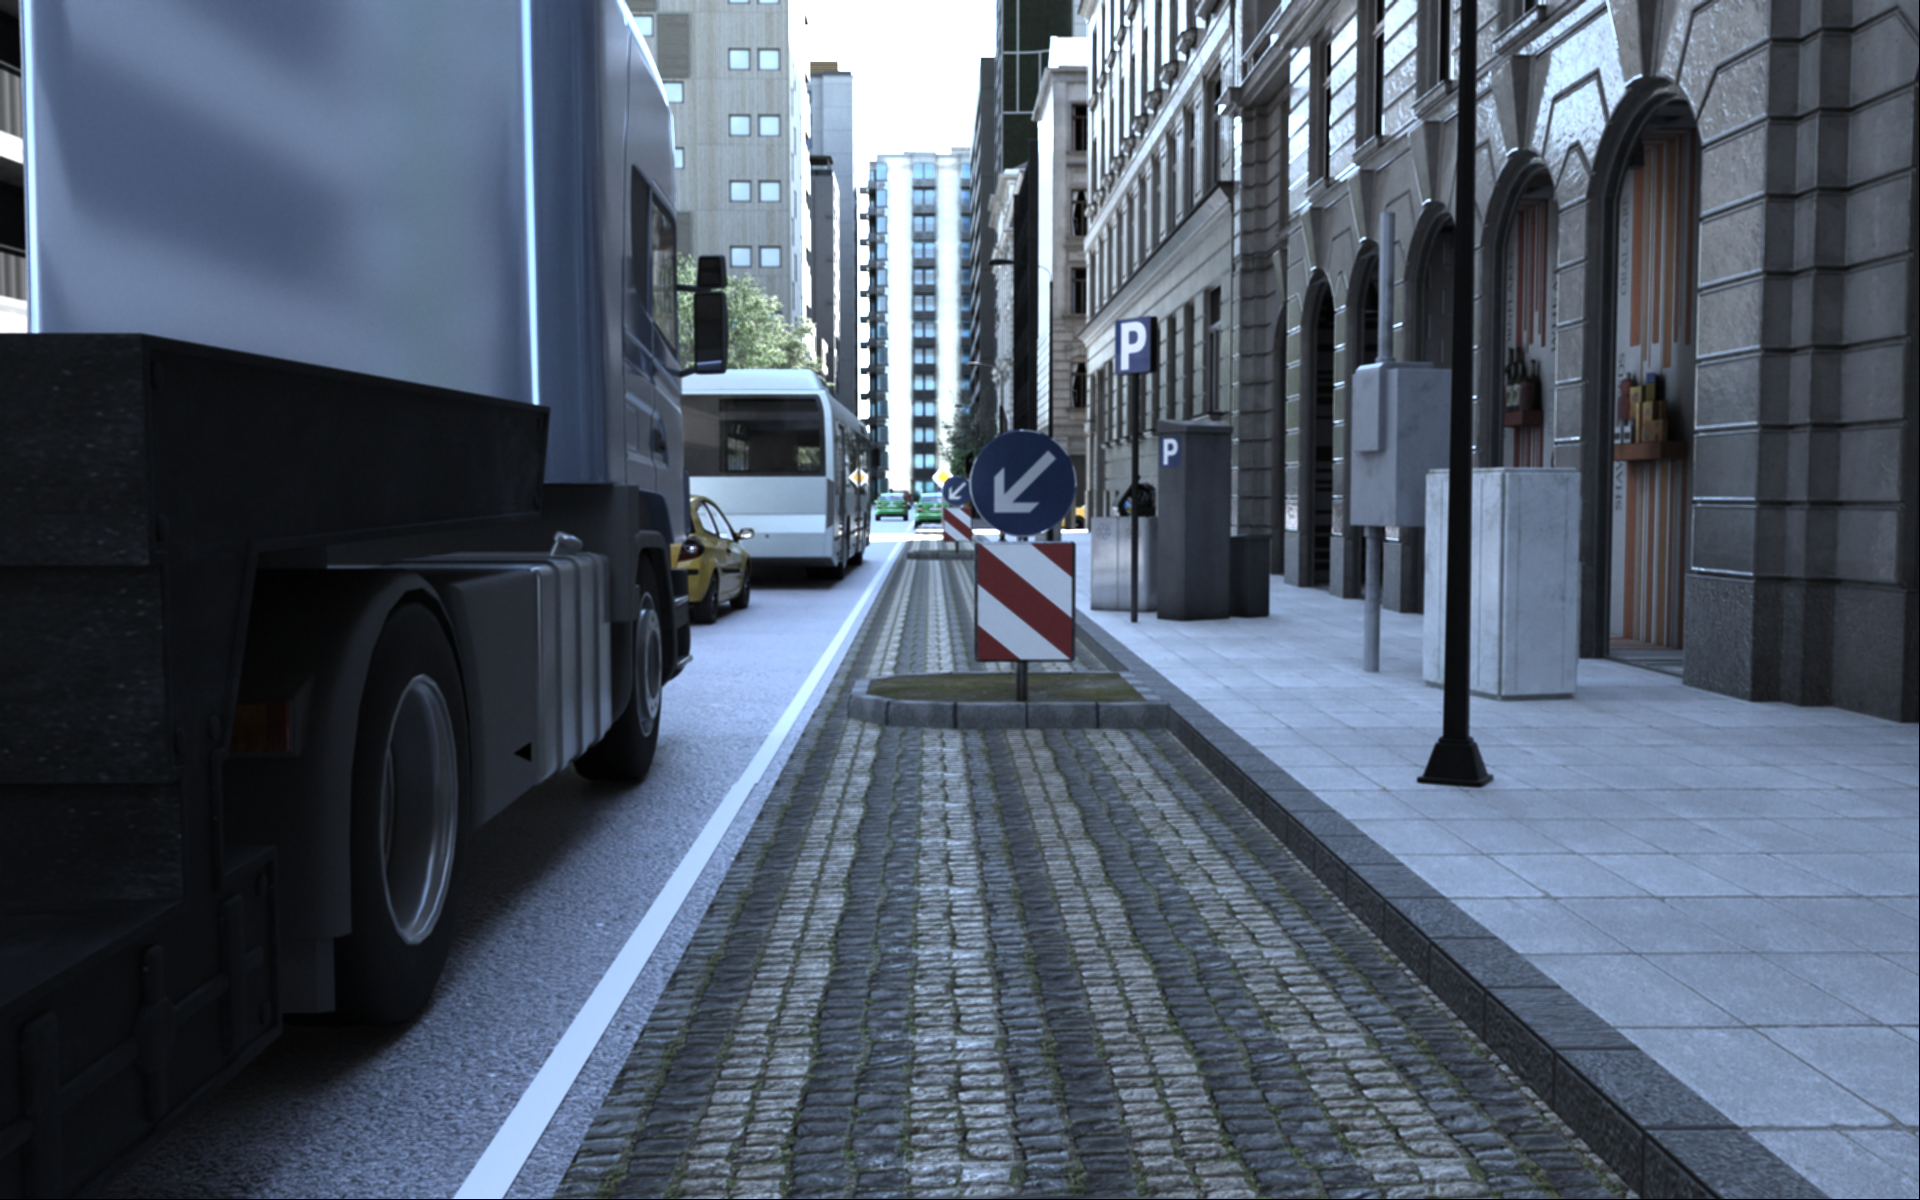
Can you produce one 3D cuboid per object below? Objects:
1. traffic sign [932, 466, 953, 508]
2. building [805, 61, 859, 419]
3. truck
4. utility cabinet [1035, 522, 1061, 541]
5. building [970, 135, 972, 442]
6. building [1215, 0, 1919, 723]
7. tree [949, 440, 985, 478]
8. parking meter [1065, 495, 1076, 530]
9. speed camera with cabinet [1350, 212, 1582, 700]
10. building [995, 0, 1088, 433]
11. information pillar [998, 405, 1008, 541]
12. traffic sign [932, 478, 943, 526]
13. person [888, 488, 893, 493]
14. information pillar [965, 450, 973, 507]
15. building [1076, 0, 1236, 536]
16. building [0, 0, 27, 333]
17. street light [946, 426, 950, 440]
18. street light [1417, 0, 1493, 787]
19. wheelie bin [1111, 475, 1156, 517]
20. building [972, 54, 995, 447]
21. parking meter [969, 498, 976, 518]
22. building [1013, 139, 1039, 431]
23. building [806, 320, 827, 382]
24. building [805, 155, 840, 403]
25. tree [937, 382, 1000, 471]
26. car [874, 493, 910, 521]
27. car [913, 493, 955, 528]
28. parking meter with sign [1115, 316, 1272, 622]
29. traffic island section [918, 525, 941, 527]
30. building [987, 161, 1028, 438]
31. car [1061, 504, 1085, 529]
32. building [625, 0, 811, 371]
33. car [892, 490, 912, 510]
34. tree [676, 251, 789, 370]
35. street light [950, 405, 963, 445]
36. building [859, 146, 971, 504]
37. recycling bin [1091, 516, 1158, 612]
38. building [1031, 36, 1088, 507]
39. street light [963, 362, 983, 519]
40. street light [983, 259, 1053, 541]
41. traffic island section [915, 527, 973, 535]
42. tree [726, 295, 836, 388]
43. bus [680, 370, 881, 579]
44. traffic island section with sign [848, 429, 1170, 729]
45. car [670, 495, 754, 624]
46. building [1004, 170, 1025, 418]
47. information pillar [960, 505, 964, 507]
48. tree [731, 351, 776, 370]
[{"bbox_3d":[-0.591,-3.526,61.295,0.795,2.450,0.064,0,4,-1],"label":"traffic sign"},{"bbox_3d":[-28.168,-42.624,238.908,28.212,58.520,21.231,0,4,-1],"label":"building"},{"bbox_3d":[-2.574,-0.718,1.491,2.967,4.110,18.799,0,4,-1],"label":"truck"},{"bbox_3d":[2.301,-2.217,44.931,0.318,1.500,1.173,2,4,24],"label":"utility cabinet"},{"bbox_3d":[12.144,-35.678,207.033,21.300,48.544,21.600,0,4,-1],"label":"building"},{"bbox_3d":[10.625,-10.726,17.177,13.314,21.916,24.055,0,4,-1],"label":"building"},{"bbox_3d":[0.869,-7.437,105.306,4.285,4.588,4.351,0,3,0],"label":"tree"},{"bbox_3d":[3.910,-3.408,61.436,0.255,1.863,0.399,2,4,35],"label":"parking meter"},{"bbox_3d":[3.360,-1.060,11.663,0.660,3.252,2.038,-1,4,-15],"label":"speed camera with cabinet"},{"bbox_3d":[11.680,-44.360,163.543,20.563,71.187,20.611,0,4,-1],"label":"building"},{"bbox_3d":[1.157,-3.347,46.073,0.183,3.616,0.504,1,4,19],"label":"information pillar"},{"bbox_3d":[-0.725,-4.014,69.278,0.795,2.450,0.064,0,4,-1],"label":"traffic sign"},{"bbox_3d":[-4.503,-6.250,110.950,0.793,1.790,0.793,0,4,8],"label":"person"},{"bbox_3d":[0.482,-6.199,92.701,0.504,3.616,0.183,-2,4,-32],"label":"information pillar"},{"bbox_3d":[11.739,-12.899,44.175,16.112,22.955,30.059,0,4,-1],"label":"building"},{"bbox_3d":[-22.072,-35.753,22.807,20.563,71.187,20.611,0,4,-1],"label":"building"},{"bbox_3d":[-0.229,-8.873,117.621,1.470,5.913,1.316,0,4,-1],"label":"street light"},{"bbox_3d":[1.675,-2.142,7.568,1.470,5.913,1.316,0,4,-1],"label":"street light"},{"bbox_3d":[2.881,-1.264,28.581,0.693,1.594,0.980,0,4,-4],"label":"wheelie bin"},{"bbox_3d":[12.491,-34.350,185.317,21.300,48.544,21.600,0,4,-1],"label":"building"},{"bbox_3d":[0.660,-5.083,91.514,0.372,1.533,0.369,0,3,0],"label":"parking meter"},{"bbox_3d":[9.394,-16.099,92.889,12.332,23.373,15.834,0,4,-1],"label":"building"},{"bbox_3d":[-28.937,-20.873,186.310,27.650,21.520,28.899,0,4,-1],"label":"building"},{"bbox_3d":[-21.785,-32.243,210.769,14.086,41.232,14.154,0,4,-1],"label":"building"},{"bbox_3d":[0.840,-9.874,111.804,4.360,8.622,3.978,0,3,0],"label":"tree"},{"bbox_3d":[-3.696,-5.202,93.843,1.959,1.807,4.718,0,4,-2],"label":"car"},{"bbox_3d":[-1.031,-3.978,73.841,1.959,1.807,4.718,0,4,-1],"label":"car"},{"bbox_3d":[2.426,-1.312,17.715,1.738,3.016,0.543,-2,4,-34],"label":"parking meter with sign"},{"bbox_3d":[-0.701,-2.879,69.356,2.009,0.180,2.903,0,4,-1],"label":"traffic island section"},{"bbox_3d":[9.399,-21.124,132.764,14.401,28.519,23.554,0,4,-1],"label":"building"},{"bbox_3d":[5.524,-3.365,65.245,3.980,1.641,2.015,0,4,-1],"label":"car"},{"bbox_3d":[-27.730,-34.719,156.886,28.713,52.752,27.495,0,4,-1],"label":"building"},{"bbox_3d":[-5.569,-9.350,161.545,2.281,1.827,5.304,0,4,-2],"label":"car"},{"bbox_3d":[-11.149,-9.155,75.439,9.928,11.665,9.643,0,3,0],"label":"tree"},{"bbox_3d":[0.369,-7.199,90.250,1.470,5.913,1.316,0,4,-1],"label":"street light"},{"bbox_3d":[1.407,-38.000,240.909,30.456,49.044,23.786,0,4,-1],"label":"building"},{"bbox_3d":[1.922,-0.410,19.253,0.722,1.027,0.722,2,4,32],"label":"recycling bin"},{"bbox_3d":[12.499,-13.844,75.506,18.267,20.994,9.793,0,4,-1],"label":"building"},{"bbox_3d":[0.946,-5.425,61.236,1.470,5.913,1.316,0,4,-1],"label":"street light"},{"bbox_3d":[1.258,-3.780,34.347,1.470,5.913,1.316,0,4,-1],"label":"street light"},{"bbox_3d":[-0.568,-2.391,61.372,2.009,0.180,2.903,0,4,-1],"label":"traffic island section"},{"bbox_3d":[-11.034,-11.085,99.374,7.486,12.596,7.792,0,3,0],"label":"tree"},{"bbox_3d":[-3.179,-2.284,32.203,2.948,3.499,13.247,0,4,0],"label":"bus"},{"bbox_3d":[0.271,-0.171,11.426,1.989,1.847,2.006,0,4,-1],"label":"traffic island section with sign"},{"bbox_3d":[-3.524,-0.631,20.546,2.015,1.641,3.980,0,4,1],"label":"car"},{"bbox_3d":[8.787,-17.267,111.198,11.050,23.489,19.941,0,4,-1],"label":"building"},{"bbox_3d":[0.139,-7.329,124.315,0.304,2.012,0.304,0,4,6],"label":"information pillar"},{"bbox_3d":[-10.658,-8.529,89.808,4.737,8.622,4.395,0,3,0],"label":"tree"}]
